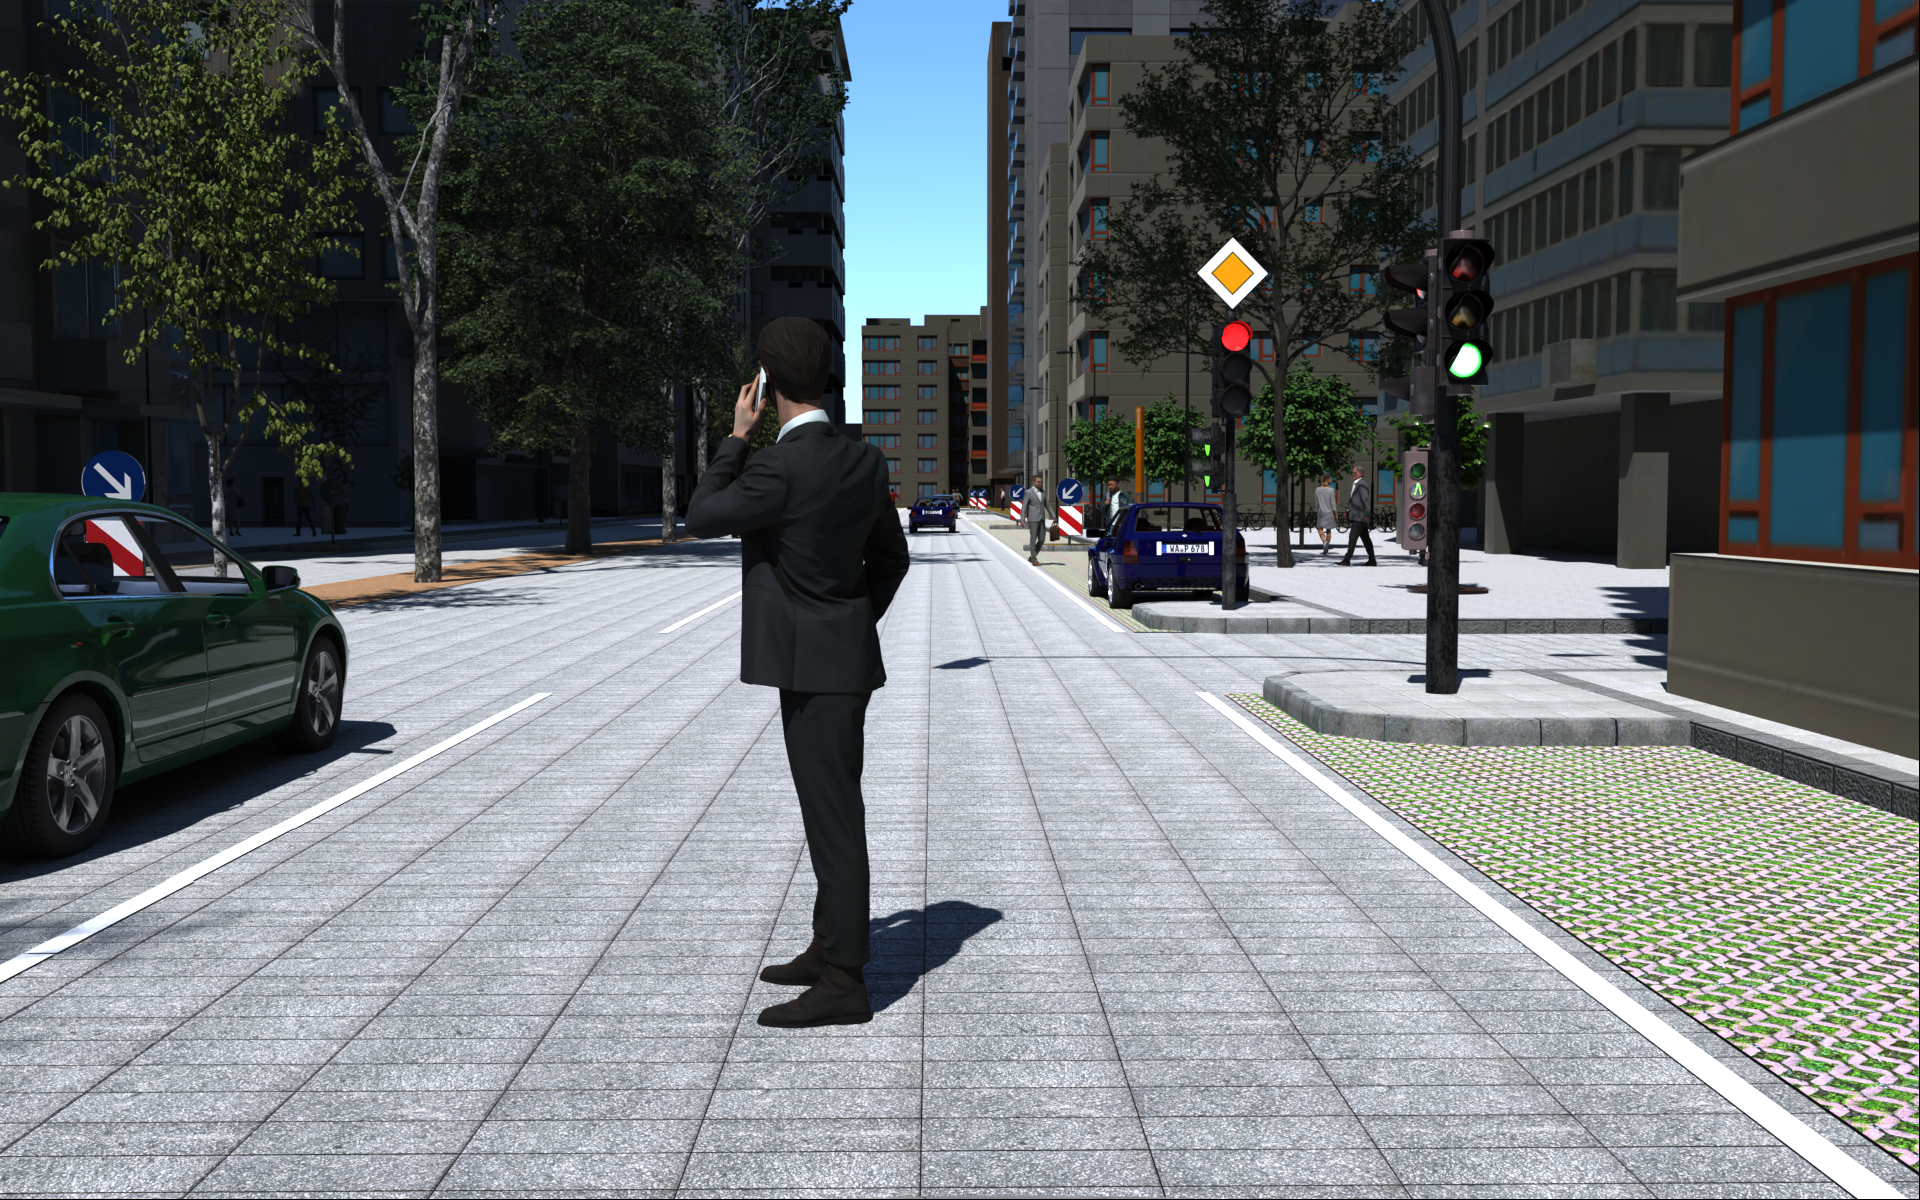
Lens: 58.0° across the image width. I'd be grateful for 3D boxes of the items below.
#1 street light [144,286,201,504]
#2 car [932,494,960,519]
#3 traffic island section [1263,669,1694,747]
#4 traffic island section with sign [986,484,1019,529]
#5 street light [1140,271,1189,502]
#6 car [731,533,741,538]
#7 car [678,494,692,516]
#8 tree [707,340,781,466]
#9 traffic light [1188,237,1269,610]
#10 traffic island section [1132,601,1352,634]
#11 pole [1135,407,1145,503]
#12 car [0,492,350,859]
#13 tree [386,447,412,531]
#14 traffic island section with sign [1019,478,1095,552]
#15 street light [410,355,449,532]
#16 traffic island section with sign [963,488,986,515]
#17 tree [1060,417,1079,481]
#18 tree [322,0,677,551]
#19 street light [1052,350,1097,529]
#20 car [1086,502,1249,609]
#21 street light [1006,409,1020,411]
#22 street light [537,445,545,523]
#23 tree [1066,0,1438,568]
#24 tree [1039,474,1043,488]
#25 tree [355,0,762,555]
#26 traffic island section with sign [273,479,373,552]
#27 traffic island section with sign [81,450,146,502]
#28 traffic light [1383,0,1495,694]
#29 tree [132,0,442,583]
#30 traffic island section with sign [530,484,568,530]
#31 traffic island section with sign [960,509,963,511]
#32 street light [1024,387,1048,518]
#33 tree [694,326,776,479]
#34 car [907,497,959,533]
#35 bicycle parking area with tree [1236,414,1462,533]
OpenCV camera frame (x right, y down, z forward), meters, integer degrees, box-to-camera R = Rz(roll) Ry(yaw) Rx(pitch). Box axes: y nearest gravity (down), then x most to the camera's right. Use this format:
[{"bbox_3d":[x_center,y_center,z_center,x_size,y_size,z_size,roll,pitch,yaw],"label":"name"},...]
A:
[{"bbox_3d":[-17.653,-4.055,38.840,1.470,5.913,1.316,0,4,-1],"label":"street light"},{"bbox_3d":[-1.013,-5.472,101.475,2.014,1.417,4.499,0,4,-1],"label":"car"},{"bbox_3d":[3.121,0.677,11.206,2.009,0.180,2.903,0,4,-1],"label":"traffic island section"},{"bbox_3d":[2.206,-3.799,70.738,1.989,1.847,2.006,0,4,-1],"label":"traffic island section with sign"},{"bbox_3d":[4.189,-3.885,36.054,1.470,5.913,1.316,0,4,-1],"label":"street light"},{"bbox_3d":[-6.678,-2.918,57.939,2.015,1.641,3.980,0,4,-2],"label":"car"},{"bbox_3d":[-17.119,-6.253,112.016,2.009,1.686,4.222,0,4,0],"label":"car"},{"bbox_3d":[-9.722,-7.796,80.276,4.737,8.622,4.395,0,3,0],"label":"tree"},{"bbox_3d":[2.958,-1.844,19.076,0.839,4.253,0.868,0,4,-1],"label":"traffic light"},{"bbox_3d":[2.998,0.189,19.190,2.009,0.180,2.903,0,4,-1],"label":"traffic island section"},{"bbox_3d":[4.206,-2.855,40.521,0.158,3.312,0.155,0,3,0],"label":"pole"},{"bbox_3d":[-4.424,0.219,8.223,2.131,1.459,4.920,0,4,-1],"label":"car"},{"bbox_3d":[-18.706,-3.994,59.896,1.663,3.219,1.824,0,3,0],"label":"tree"},{"bbox_3d":[2.613,-2.150,43.786,1.989,1.847,2.006,0,4,-1],"label":"traffic island section with sign"},{"bbox_3d":[-17.798,-5.231,58.073,1.470,5.913,1.316,0,4,-1],"label":"street light"},{"bbox_3d":[1.425,-6.909,121.592,1.989,1.847,2.006,0,4,-1],"label":"traffic island section with sign"},{"bbox_3d":[5.240,-4.871,63.361,4.285,4.588,4.351,0,3,0],"label":"tree"},{"bbox_3d":[-9.876,-11.832,51.796,12.611,20.169,13.585,0,3,0],"label":"tree"},{"bbox_3d":[3.808,-5.109,56.080,1.470,5.913,1.316,0,4,-1],"label":"street light"},{"bbox_3d":[2.685,-0.630,22.888,1.945,1.354,3.894,0,4,-1],"label":"car"},{"bbox_3d":[3.194,-7.443,94.235,1.470,5.913,1.316,0,4,-1],"label":"street light"},{"bbox_3d":[-18.168,-6.398,77.148,1.470,5.913,1.316,0,4,-1],"label":"street light"},{"bbox_3d":[5.333,-5.842,29.925,7.601,10.594,8.767,0,4,0],"label":"tree"},{"bbox_3d":[5.184,-6.235,96.538,1.663,3.219,1.824,0,3,0],"label":"tree"},{"bbox_3d":[-9.042,-8.043,40.614,9.857,13.997,8.962,0,3,0],"label":"tree"},{"bbox_3d":[-15.908,-2.134,43.511,1.989,1.847,2.006,0,4,-1],"label":"traffic island section with sign"},{"bbox_3d":[-8.812,-0.644,18.670,2.006,1.907,1.989,0,4,-1],"label":"traffic island section with sign"},{"bbox_3d":[0.991,-2.217,10.918,4.771,5.953,1.251,0,4,-1],"label":"traffic light"},{"bbox_3d":[-9.820,-10.389,28.210,12.611,20.169,13.585,0,3,0],"label":"tree"},{"bbox_3d":[-16.306,-3.782,70.463,1.989,1.847,2.006,0,4,-1],"label":"traffic island section with sign"},{"bbox_3d":[0.997,-8.609,149.388,1.989,1.847,2.006,0,4,-1],"label":"traffic island section with sign"},{"bbox_3d":[3.678,-6.276,75.161,1.470,5.913,1.316,0,4,-1],"label":"street light"},{"bbox_3d":[-9.708,-7.480,75.114,4.360,8.622,3.978,0,3,0],"label":"tree"},{"bbox_3d":[-1.013,-3.194,64.798,1.945,1.354,3.894,0,3,0],"label":"car"},{"bbox_3d":[13.009,-4.512,60.770,8.231,4.147,9.016,-2,4,-33],"label":"bicycle parking area with tree"}]
